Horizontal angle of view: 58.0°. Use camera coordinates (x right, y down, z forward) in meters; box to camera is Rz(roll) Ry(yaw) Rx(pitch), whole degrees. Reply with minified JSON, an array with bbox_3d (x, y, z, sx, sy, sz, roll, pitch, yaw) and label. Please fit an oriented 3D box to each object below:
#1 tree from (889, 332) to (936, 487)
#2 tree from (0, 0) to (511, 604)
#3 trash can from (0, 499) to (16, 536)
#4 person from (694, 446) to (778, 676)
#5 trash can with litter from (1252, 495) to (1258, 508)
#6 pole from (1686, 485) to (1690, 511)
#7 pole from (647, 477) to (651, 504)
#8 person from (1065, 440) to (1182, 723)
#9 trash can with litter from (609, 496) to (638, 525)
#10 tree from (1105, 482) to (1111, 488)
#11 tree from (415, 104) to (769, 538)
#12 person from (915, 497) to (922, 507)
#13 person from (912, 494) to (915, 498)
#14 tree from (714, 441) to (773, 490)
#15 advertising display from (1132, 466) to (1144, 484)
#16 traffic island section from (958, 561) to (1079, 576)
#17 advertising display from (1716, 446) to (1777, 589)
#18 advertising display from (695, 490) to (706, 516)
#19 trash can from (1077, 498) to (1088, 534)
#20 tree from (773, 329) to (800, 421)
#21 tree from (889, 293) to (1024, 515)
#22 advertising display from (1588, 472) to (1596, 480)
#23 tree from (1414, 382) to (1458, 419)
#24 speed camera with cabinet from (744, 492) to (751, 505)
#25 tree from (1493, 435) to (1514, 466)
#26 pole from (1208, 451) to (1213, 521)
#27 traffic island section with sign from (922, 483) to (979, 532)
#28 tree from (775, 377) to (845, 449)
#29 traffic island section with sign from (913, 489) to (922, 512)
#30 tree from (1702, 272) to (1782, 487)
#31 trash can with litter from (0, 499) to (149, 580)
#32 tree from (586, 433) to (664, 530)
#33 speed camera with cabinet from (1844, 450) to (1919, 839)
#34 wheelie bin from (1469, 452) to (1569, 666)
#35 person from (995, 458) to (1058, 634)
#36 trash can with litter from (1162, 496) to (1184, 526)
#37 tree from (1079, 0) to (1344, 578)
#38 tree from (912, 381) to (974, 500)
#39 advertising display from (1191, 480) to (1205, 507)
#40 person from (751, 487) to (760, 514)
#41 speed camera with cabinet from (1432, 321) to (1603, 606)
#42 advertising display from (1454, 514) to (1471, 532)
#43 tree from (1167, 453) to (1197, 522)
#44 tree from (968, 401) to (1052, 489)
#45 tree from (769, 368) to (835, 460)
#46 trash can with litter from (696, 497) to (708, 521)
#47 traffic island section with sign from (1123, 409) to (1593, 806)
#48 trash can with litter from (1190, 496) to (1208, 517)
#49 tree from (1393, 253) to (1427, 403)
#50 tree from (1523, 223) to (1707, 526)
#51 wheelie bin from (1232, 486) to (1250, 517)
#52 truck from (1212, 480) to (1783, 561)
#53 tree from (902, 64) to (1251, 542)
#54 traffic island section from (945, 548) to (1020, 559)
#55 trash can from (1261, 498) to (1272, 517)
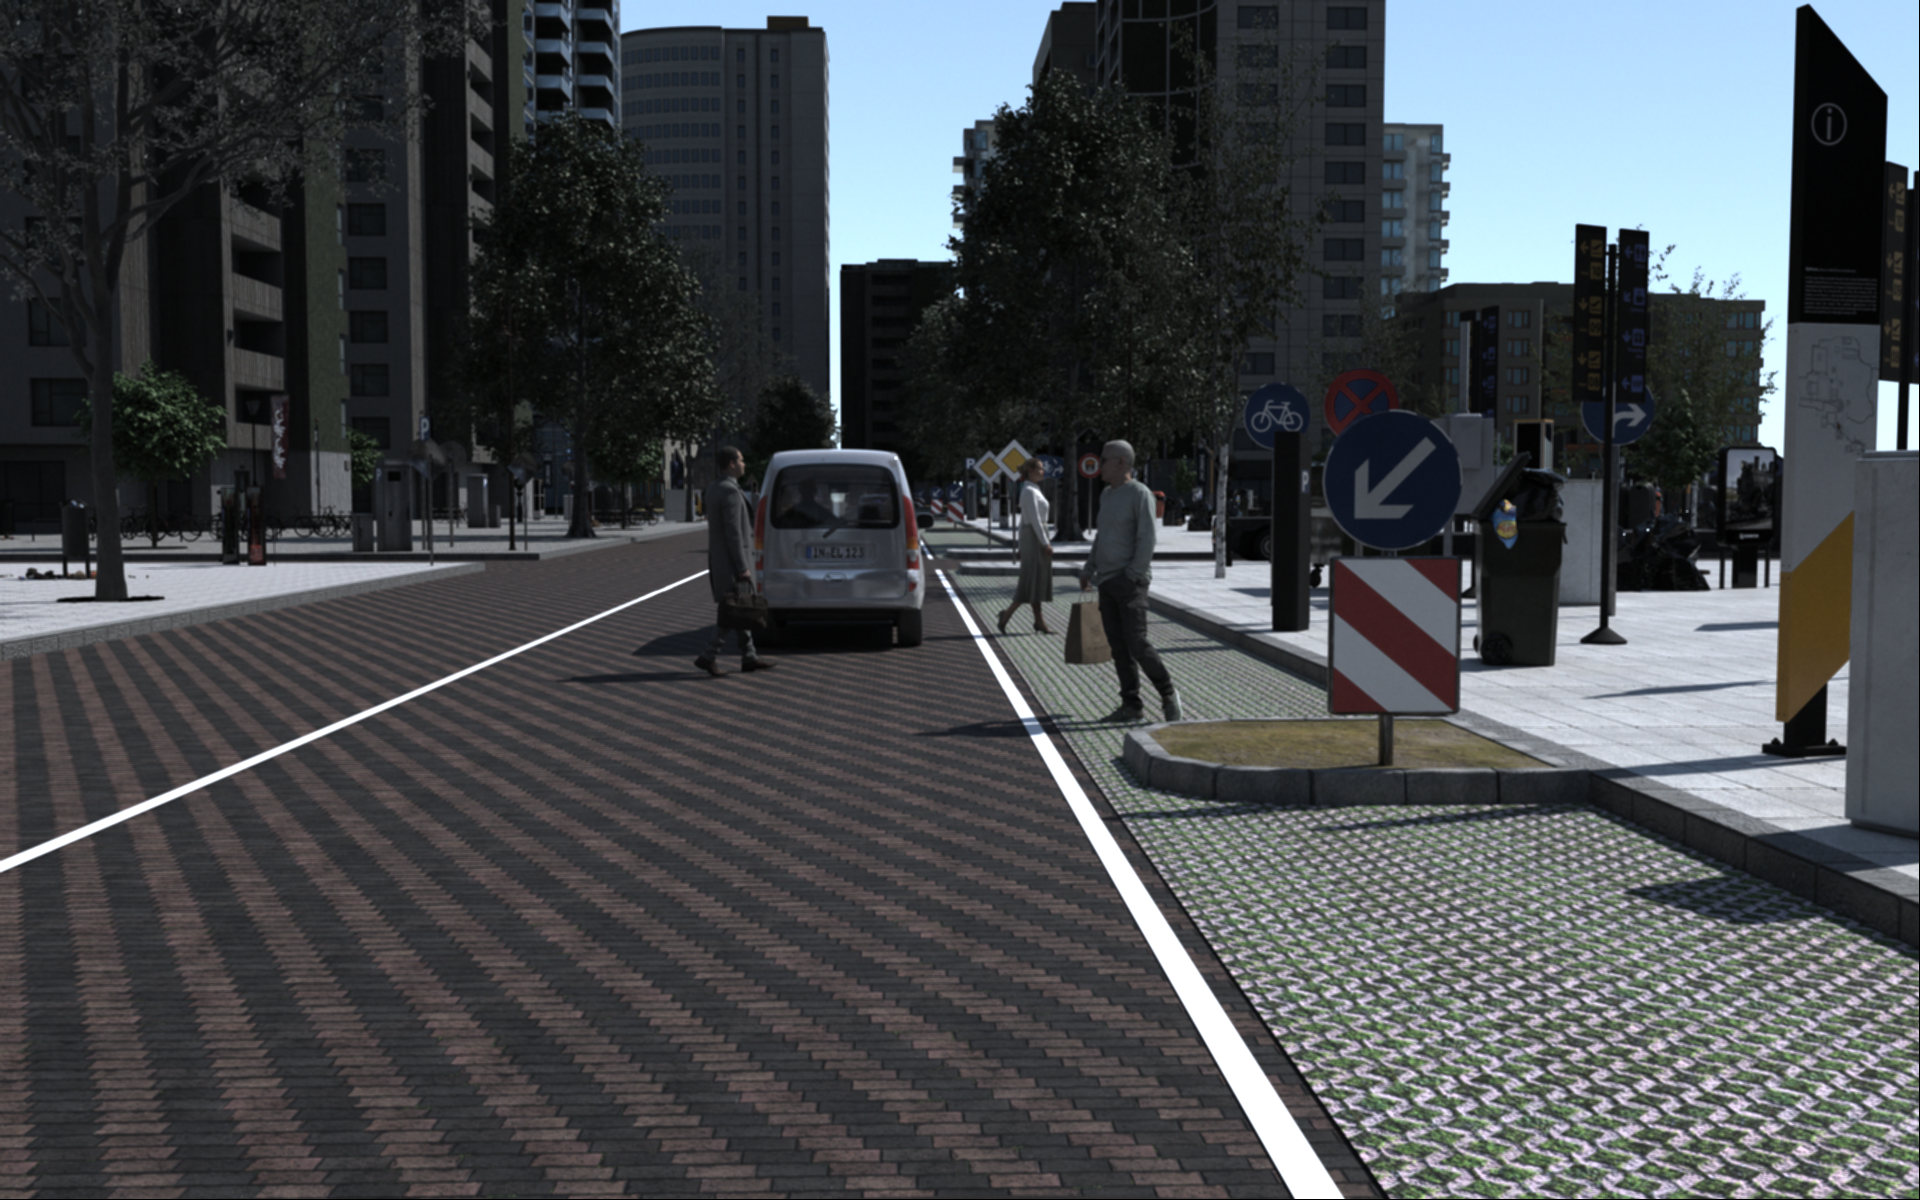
[{"bbox_3d":[-1.745,-20.600,192.705,12.611,20.169,13.585,0,3,0],"label":"tree"},{"bbox_3d":[-10.327,-6.728,20.381,12.009,13.543,11.850,0,3,0],"label":"tree"},{"bbox_3d":[-29.682,-2.575,53.748,0.748,1.137,0.748,0,3,0],"label":"trash can"},{"bbox_3d":[-1.783,-0.317,13.780,0.767,1.812,0.694,-2,4,-25],"label":"person"},{"bbox_3d":[16.367,-5.334,98.266,2.233,1.210,1.678,3,5,43],"label":"trash can with litter"},{"bbox_3d":[35.426,-5.529,84.250,0.158,3.312,0.155,0,3,0],"label":"pole"},{"bbox_3d":[-19.393,-6.984,108.024,0.158,3.312,0.155,0,3,0],"label":"pole"},{"bbox_3d":[1.015,-0.116,10.880,0.515,1.767,0.782,-2,4,-29],"label":"person"},{"bbox_3d":[-14.458,-3.821,73.536,1.678,1.210,2.233,1,4,16],"label":"trash can with litter"},{"bbox_3d":[8.887,-6.352,98.457,1.663,3.219,1.824,0,3,0],"label":"tree"},{"bbox_3d":[-11.192,-8.212,51.277,9.611,12.733,9.660,0,3,0],"label":"tree"},{"bbox_3d":[-4.453,-10.319,177.941,1.217,1.743,0.721,0,4,0],"label":"person"},{"bbox_3d":[-4.754,-10.210,176.903,0.415,1.643,0.593,0,4,-5],"label":"person"},{"bbox_3d":[-13.874,-7.556,107.256,4.285,4.588,4.351,0,3,0],"label":"tree"},{"bbox_3d":[3.953,-2.108,39.686,0.123,1.923,0.974,-1,4,-19],"label":"advertising display"},{"bbox_3d":[1.003,-0.559,31.423,2.009,0.180,2.903,0,4,-2],"label":"traffic island section"},{"bbox_3d":[10.697,-1.122,23.565,0.974,1.923,0.123,-2,4,-25],"label":"advertising display"},{"bbox_3d":[-15.089,-5.837,100.653,0.123,1.923,0.974,-3,5,-44],"label":"advertising display"},{"bbox_3d":[3.788,-2.737,56.398,0.748,1.137,0.748,0,3,0],"label":"trash can"},{"bbox_3d":[-12.188,-10.263,78.170,12.009,13.543,11.850,0,3,0],"label":"tree"},{"bbox_3d":[0.398,-12.326,108.185,9.857,13.997,8.962,0,3,0],"label":"tree"},{"bbox_3d":[18.713,-2.821,51.341,0.123,1.923,0.974,2,4,25],"label":"advertising display"},{"bbox_3d":[31.730,-9.960,113.202,4.737,8.622,4.395,0,3,0],"label":"tree"},{"bbox_3d":[-14.620,-7.295,113.606,0.660,3.252,2.038,3,5,40],"label":"speed camera with cabinet"},{"bbox_3d":[29.705,-6.853,95.758,4.285,4.588,4.351,0,3,0],"label":"tree"},{"bbox_3d":[11.740,-5.336,81.094,0.158,3.312,0.155,0,3,0],"label":"pole"},{"bbox_3d":[-0.307,-3.454,65.098,1.989,1.847,2.006,0,4,-2],"label":"traffic island section with sign"},{"bbox_3d":[-17.092,-17.134,186.788,9.857,13.997,8.962,0,3,0],"label":"tree"},{"bbox_3d":[-1.378,-5.123,92.384,1.989,1.847,2.006,0,4,-2],"label":"traffic island section with sign"},{"bbox_3d":[24.425,-6.512,56.830,4.737,8.622,4.395,0,3,0],"label":"tree"},{"bbox_3d":[-13.683,-0.942,26.452,2.233,1.210,1.678,2,4,25],"label":"trash can with litter"},{"bbox_3d":[-12.125,-4.813,62.403,4.285,4.588,4.351,0,3,0],"label":"tree"},{"bbox_3d":[4.444,-0.759,6.753,2.038,3.252,0.660,-2,4,-24],"label":"speed camera with cabinet"},{"bbox_3d":[4.248,-0.322,13.165,0.693,1.594,0.980,1,4,12],"label":"wheelie bin"},{"bbox_3d":[0.677,-0.540,17.557,0.641,1.798,0.478,1,4,11],"label":"person"},{"bbox_3d":[8.443,-3.537,69.212,1.055,1.170,0.624,-3,5,-42],"label":"trash can with litter"},{"bbox_3d":[3.945,-4.651,26.410,4.360,8.622,3.978,0,3,0],"label":"tree"},{"bbox_3d":[-1.533,-15.873,177.655,7.486,12.596,7.792,0,3,0],"label":"tree"},{"bbox_3d":[10.834,-4.501,78.805,0.123,1.923,0.974,-2,4,-24],"label":"advertising display"},{"bbox_3d":[-9.980,-4.711,85.891,0.716,1.782,0.532,2,4,33],"label":"person"},{"bbox_3d":[6.483,-1.577,20.113,2.038,3.252,0.660,0,4,2],"label":"speed camera with cabinet"},{"bbox_3d":[15.951,-3.064,55.315,0.974,1.923,0.123,-2,4,-30],"label":"advertising display"},{"bbox_3d":[10.407,-5.256,80.536,1.663,3.219,1.824,0,3,0],"label":"tree"},{"bbox_3d":[1.694,-8.437,88.300,4.360,8.622,3.978,0,3,0],"label":"tree"},{"bbox_3d":[-15.974,-14.728,157.803,9.611,12.733,9.660,0,3,0],"label":"tree"},{"bbox_3d":[-12.227,-4.462,84.007,1.678,1.210,2.233,0,4,-5],"label":"trash can with litter"},{"bbox_3d":[1.886,-0.015,8.867,1.989,1.847,2.006,0,4,-2],"label":"traffic island section with sign"},{"bbox_3d":[12.668,-4.870,91.005,1.055,1.170,0.624,-1,4,-12],"label":"trash can with litter"},{"bbox_3d":[12.506,-6.310,53.537,4.360,8.622,3.978,0,3,0],"label":"tree"},{"bbox_3d":[17.831,-5.970,47.980,4.737,8.622,4.395,0,3,0],"label":"tree"},{"bbox_3d":[10.837,-3.605,66.850,0.693,1.594,0.980,0,4,6],"label":"wheelie bin"},{"bbox_3d":[14.735,-2.799,35.525,18.799,4.110,2.967,0,4,0],"label":"truck"},{"bbox_3d":[3.067,-7.919,46.488,9.611,12.733,9.660,0,3,0],"label":"tree"},{"bbox_3d":[0.691,-1.047,39.402,2.009,0.180,2.903,0,4,-2],"label":"traffic island section"},{"bbox_3d":[10.293,-2.775,57.031,0.748,1.137,0.748,0,3,0],"label":"trash can"}]
